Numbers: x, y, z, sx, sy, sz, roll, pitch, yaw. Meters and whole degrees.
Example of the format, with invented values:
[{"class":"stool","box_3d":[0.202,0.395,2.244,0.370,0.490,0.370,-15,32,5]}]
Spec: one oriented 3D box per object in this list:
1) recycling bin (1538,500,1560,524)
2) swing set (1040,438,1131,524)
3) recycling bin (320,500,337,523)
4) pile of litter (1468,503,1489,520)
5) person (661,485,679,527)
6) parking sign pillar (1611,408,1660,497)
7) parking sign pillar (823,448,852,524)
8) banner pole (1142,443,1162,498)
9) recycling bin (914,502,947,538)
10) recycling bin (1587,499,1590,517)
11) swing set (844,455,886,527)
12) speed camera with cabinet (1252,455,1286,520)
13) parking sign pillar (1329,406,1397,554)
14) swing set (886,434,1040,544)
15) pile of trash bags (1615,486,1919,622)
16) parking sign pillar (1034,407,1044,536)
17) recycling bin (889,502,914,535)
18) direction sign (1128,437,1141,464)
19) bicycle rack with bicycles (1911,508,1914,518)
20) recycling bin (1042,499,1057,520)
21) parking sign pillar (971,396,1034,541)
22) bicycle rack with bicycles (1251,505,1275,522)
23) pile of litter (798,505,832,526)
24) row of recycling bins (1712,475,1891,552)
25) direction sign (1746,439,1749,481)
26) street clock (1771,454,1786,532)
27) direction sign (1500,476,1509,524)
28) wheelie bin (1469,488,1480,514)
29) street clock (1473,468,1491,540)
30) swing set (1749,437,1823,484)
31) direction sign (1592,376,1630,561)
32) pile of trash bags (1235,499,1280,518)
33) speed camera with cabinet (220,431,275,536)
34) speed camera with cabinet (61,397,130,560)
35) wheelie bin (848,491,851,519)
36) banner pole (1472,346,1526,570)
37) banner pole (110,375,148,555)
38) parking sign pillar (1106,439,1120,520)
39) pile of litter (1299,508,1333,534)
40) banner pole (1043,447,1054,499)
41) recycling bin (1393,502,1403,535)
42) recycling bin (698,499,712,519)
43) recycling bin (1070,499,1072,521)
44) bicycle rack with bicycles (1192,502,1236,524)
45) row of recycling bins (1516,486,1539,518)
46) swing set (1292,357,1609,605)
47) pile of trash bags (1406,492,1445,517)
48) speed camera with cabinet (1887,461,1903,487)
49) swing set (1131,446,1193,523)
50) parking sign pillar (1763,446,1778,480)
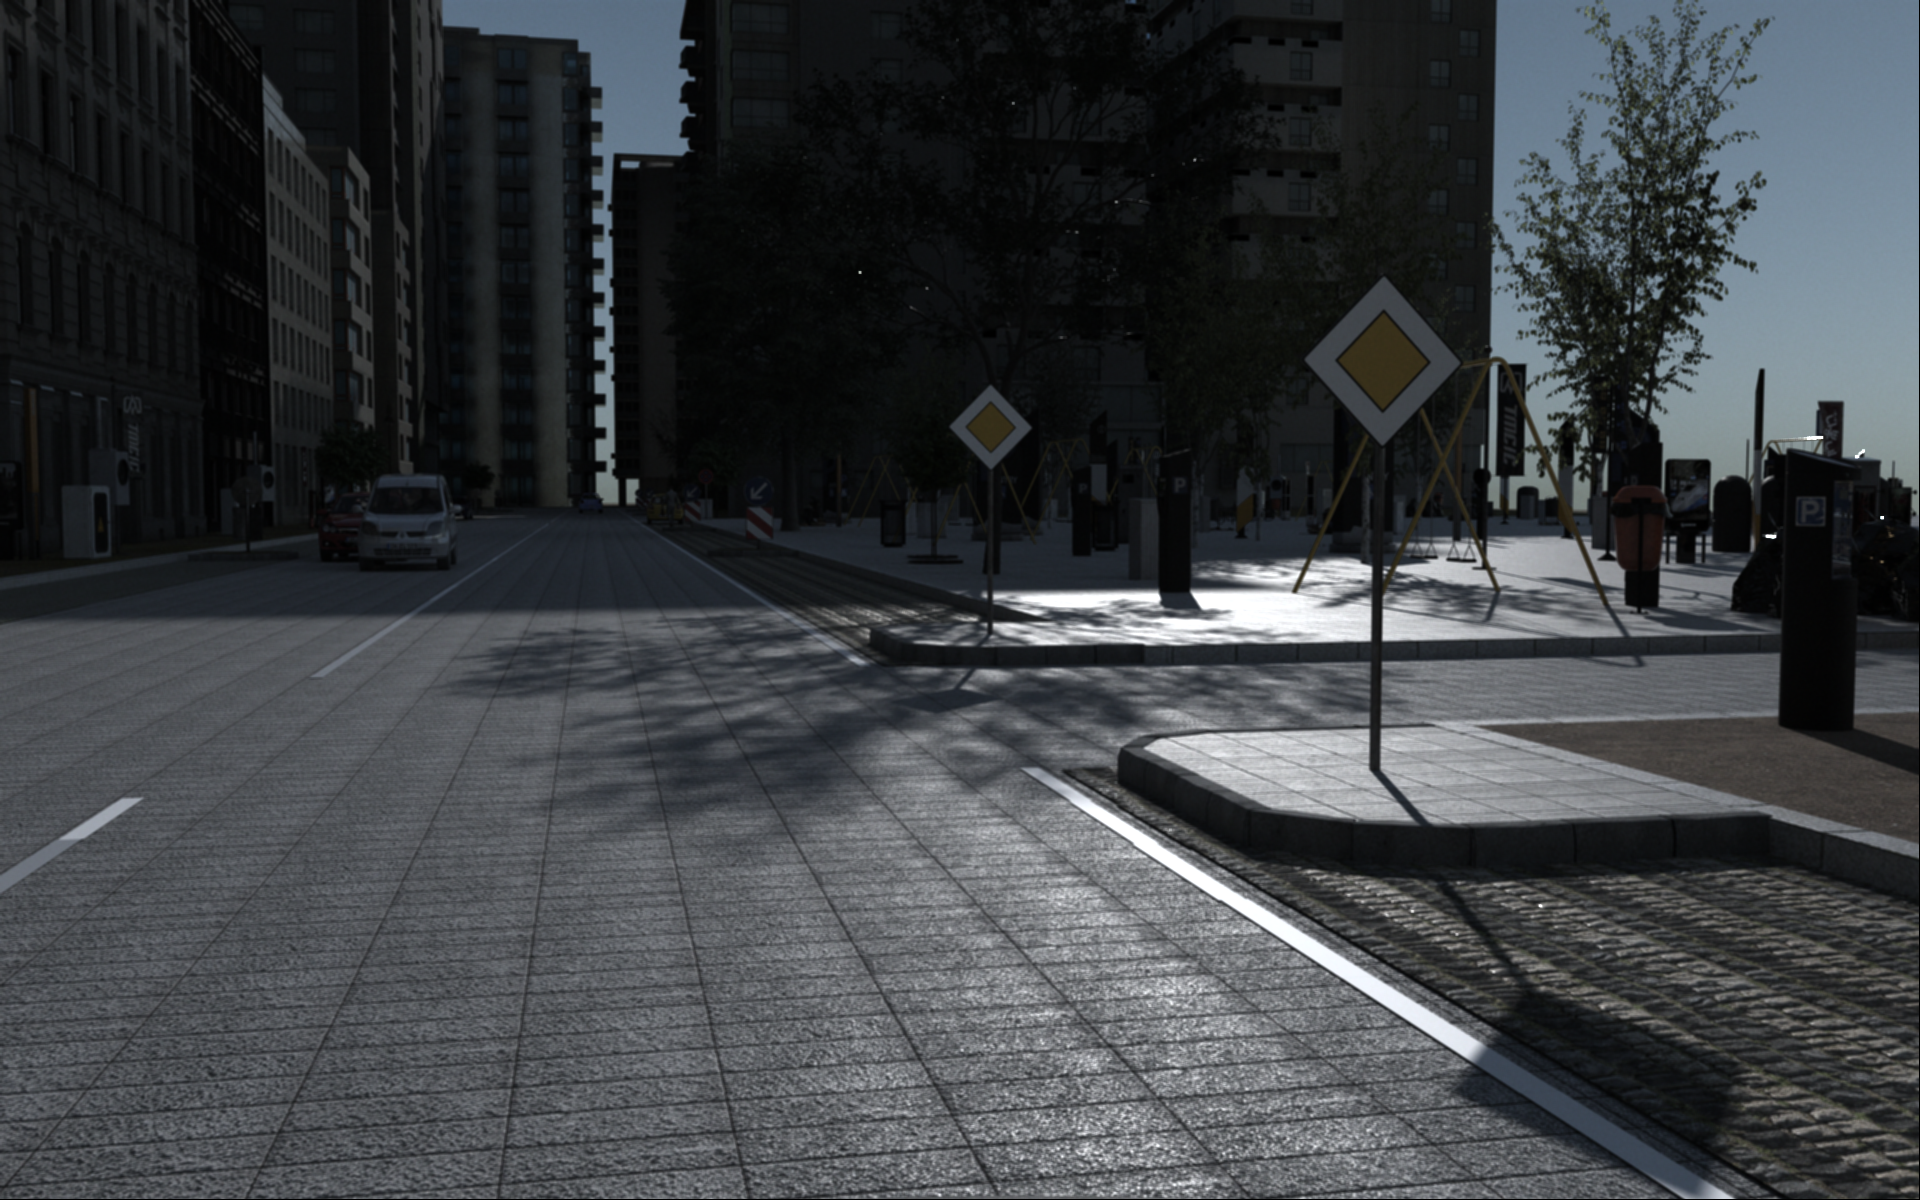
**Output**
[{"class":"recycling bin","box_3d":[25.752,-3.863,75.721,0.722,1.027,0.722,0,4,-2]},{"class":"swing set","box_3d":[3.032,-3.207,50.062,2.862,2.851,3.119,-1,4,-12]},{"class":"recycling bin","box_3d":[-27.345,-3.836,75.272,0.722,1.027,0.722,-2,4,-35]},{"class":"pile of litter","box_3d":[26.050,-4.481,87.224,1.176,0.858,1.719,1,4,19]},{"class":"person","box_3d":[-12.442,-4.020,74.352,0.709,1.813,0.853,-3,5,-39]},{"class":"parking sign pillar","box_3d":[19.416,-3.754,49.850,1.447,3.967,1.447,-2,4,-34]},{"class":"parking sign pillar","box_3d":[-5.462,-5.341,75.802,1.447,3.967,1.447,-3,5,-40]},{"class":"banner pole","box_3d":[9.459,-5.771,84.380,0.863,3.779,0.401,-1,4,-9]},{"class":"recycling bin","box_3d":[-0.820,-2.320,50.486,0.722,1.027,0.722,-1,4,-18]},{"class":"recycling bin","box_3d":[35.831,-5.211,97.746,0.722,1.027,0.722,1,4,14]},{"class":"swing set","box_3d":[-3.041,-4.412,69.749,2.862,2.851,3.119,-1,4,-15]},{"class":"speed camera with cabinet","box_3d":[15.296,-5.670,87.044,2.038,3.252,0.660,2,4,24]},{"class":"parking sign pillar","box_3d":[8.841,-3.025,37.923,1.447,3.967,1.447,-1,4,-21]},{"class":"swing set","box_3d":[0.034,-2.893,44.921,2.862,2.851,3.119,-2,4,-23]},{"class":"pile of trash bags","box_3d":[8.716,-0.528,18.391,3.447,1.369,1.912,1,4,17]},{"class":"parking sign pillar","box_3d":[1.892,-4.011,54.054,1.447,3.967,1.447,1,4,16]},{"class":"recycling bin","box_3d":[-1.845,-2.539,54.066,0.722,1.027,0.722,2,4,32]},{"class":"direction sign","box_3d":[6.937,-4.701,68.859,0.379,3.537,0.876,3,4,38]},{"class":"bicycle rack with bicycles","box_3d":[48.163,-4.705,90.313,2.925,0.926,2.852,3,5,44]},{"class":"recycling bin","box_3d":[4.297,-4.417,84.771,0.722,1.027,0.722,-2,4,-27]},{"class":"parking sign pillar","box_3d":[1.027,-3.617,47.602,1.447,3.967,1.447,-1,4,-17]},{"class":"bicycle rack with bicycles","box_3d":[13.238,-4.162,81.427,2.925,0.926,2.852,1,4,16]},{"class":"pile of litter","box_3d":[-5.860,-3.377,69.177,1.719,0.858,1.176,-2,4,-25]},{"class":"row of recycling bins","box_3d":[18.362,-1.880,37.844,3.534,1.692,1.069,2,4,26]},{"class":"direction sign","box_3d":[32.588,-4.876,71.724,0.379,3.537,0.876,2,4,26]},{"class":"street clock","box_3d":[14.998,-1.655,31.623,0.358,2.002,0.471,2,4,34]},{"class":"direction sign","box_3d":[23.289,-5.013,73.958,0.876,3.537,0.379,-1,4,-13]},{"class":"wheelie bin","box_3d":[27.767,-5.218,93.228,0.693,1.594,0.980,0,4,3]},{"class":"street clock","box_3d":[14.715,-2.709,48.867,0.358,2.002,0.471,-2,4,-26]},{"class":"swing set","box_3d":[23.691,-3.138,48.918,2.862,2.851,3.119,0,4,-2]},{"class":"direction sign","box_3d":[12.533,-2.533,33.411,0.876,3.537,0.379,-2,4,-24]},{"class":"pile of trash bags","box_3d":[16.126,-5.043,92.213,1.912,1.369,3.447,-1,4,-20]},{"class":"speed camera with cabinet","box_3d":[-22.224,-3.652,54.045,0.660,3.252,2.038,1,4,12]},{"class":"speed camera with cabinet","box_3d":[-17.278,-2.465,34.641,0.660,3.252,2.038,0,4,-6]},{"class":"wheelie bin","box_3d":[-5.294,-4.275,77.810,0.980,1.594,0.693,2,4,32]},{"class":"banner pole","box_3d":[9.166,-2.407,29.379,0.863,3.779,0.401,0,4,8]},{"class":"banner pole","box_3d":[-17.682,-2.859,36.761,0.401,3.779,0.863,3,5,42]},{"class":"parking sign pillar","box_3d":[7.176,-5.886,84.705,1.447,3.967,1.447,2,4,32]},{"class":"pile of litter","box_3d":[11.673,-2.543,55.543,1.719,0.858,1.176,0,4,-5]},{"class":"banner pole","box_3d":[4.685,-6.154,90.630,0.863,3.779,0.401,-2,4,-24]},{"class":"recycling bin","box_3d":[13.646,-2.600,55.071,0.722,1.027,0.722,2,4,30]},{"class":"recycling bin","box_3d":[-12.995,-4.629,88.238,0.722,1.027,0.722,-1,4,-10]},{"class":"recycling bin","box_3d":[5.617,-4.254,82.113,0.722,1.027,0.722,1,4,19]},{"class":"bicycle rack with bicycles","box_3d":[10.112,-3.680,73.547,2.925,0.926,2.852,-3,5,-40]},{"class":"row of recycling bins","box_3d":[30.545,-5.257,93.071,1.069,1.692,3.534,1,4,23]},{"class":"swing set","box_3d":[5.901,-1.450,21.321,2.862,2.851,3.119,0,4,-8]},{"class":"pile of trash bags","box_3d":[26.138,-5.309,96.555,1.912,1.369,3.447,3,4,37]},{"class":"speed camera with cabinet","box_3d":[54.997,-6.657,103.181,2.038,3.252,0.660,0,4,-1]},{"class":"swing set","box_3d":[6.208,-3.692,57.992,2.862,2.851,3.119,-1,4,-9]},{"class":"parking sign pillar","box_3d":[45.822,-6.662,97.391,1.447,3.967,1.447,-1,4,-19]}]
